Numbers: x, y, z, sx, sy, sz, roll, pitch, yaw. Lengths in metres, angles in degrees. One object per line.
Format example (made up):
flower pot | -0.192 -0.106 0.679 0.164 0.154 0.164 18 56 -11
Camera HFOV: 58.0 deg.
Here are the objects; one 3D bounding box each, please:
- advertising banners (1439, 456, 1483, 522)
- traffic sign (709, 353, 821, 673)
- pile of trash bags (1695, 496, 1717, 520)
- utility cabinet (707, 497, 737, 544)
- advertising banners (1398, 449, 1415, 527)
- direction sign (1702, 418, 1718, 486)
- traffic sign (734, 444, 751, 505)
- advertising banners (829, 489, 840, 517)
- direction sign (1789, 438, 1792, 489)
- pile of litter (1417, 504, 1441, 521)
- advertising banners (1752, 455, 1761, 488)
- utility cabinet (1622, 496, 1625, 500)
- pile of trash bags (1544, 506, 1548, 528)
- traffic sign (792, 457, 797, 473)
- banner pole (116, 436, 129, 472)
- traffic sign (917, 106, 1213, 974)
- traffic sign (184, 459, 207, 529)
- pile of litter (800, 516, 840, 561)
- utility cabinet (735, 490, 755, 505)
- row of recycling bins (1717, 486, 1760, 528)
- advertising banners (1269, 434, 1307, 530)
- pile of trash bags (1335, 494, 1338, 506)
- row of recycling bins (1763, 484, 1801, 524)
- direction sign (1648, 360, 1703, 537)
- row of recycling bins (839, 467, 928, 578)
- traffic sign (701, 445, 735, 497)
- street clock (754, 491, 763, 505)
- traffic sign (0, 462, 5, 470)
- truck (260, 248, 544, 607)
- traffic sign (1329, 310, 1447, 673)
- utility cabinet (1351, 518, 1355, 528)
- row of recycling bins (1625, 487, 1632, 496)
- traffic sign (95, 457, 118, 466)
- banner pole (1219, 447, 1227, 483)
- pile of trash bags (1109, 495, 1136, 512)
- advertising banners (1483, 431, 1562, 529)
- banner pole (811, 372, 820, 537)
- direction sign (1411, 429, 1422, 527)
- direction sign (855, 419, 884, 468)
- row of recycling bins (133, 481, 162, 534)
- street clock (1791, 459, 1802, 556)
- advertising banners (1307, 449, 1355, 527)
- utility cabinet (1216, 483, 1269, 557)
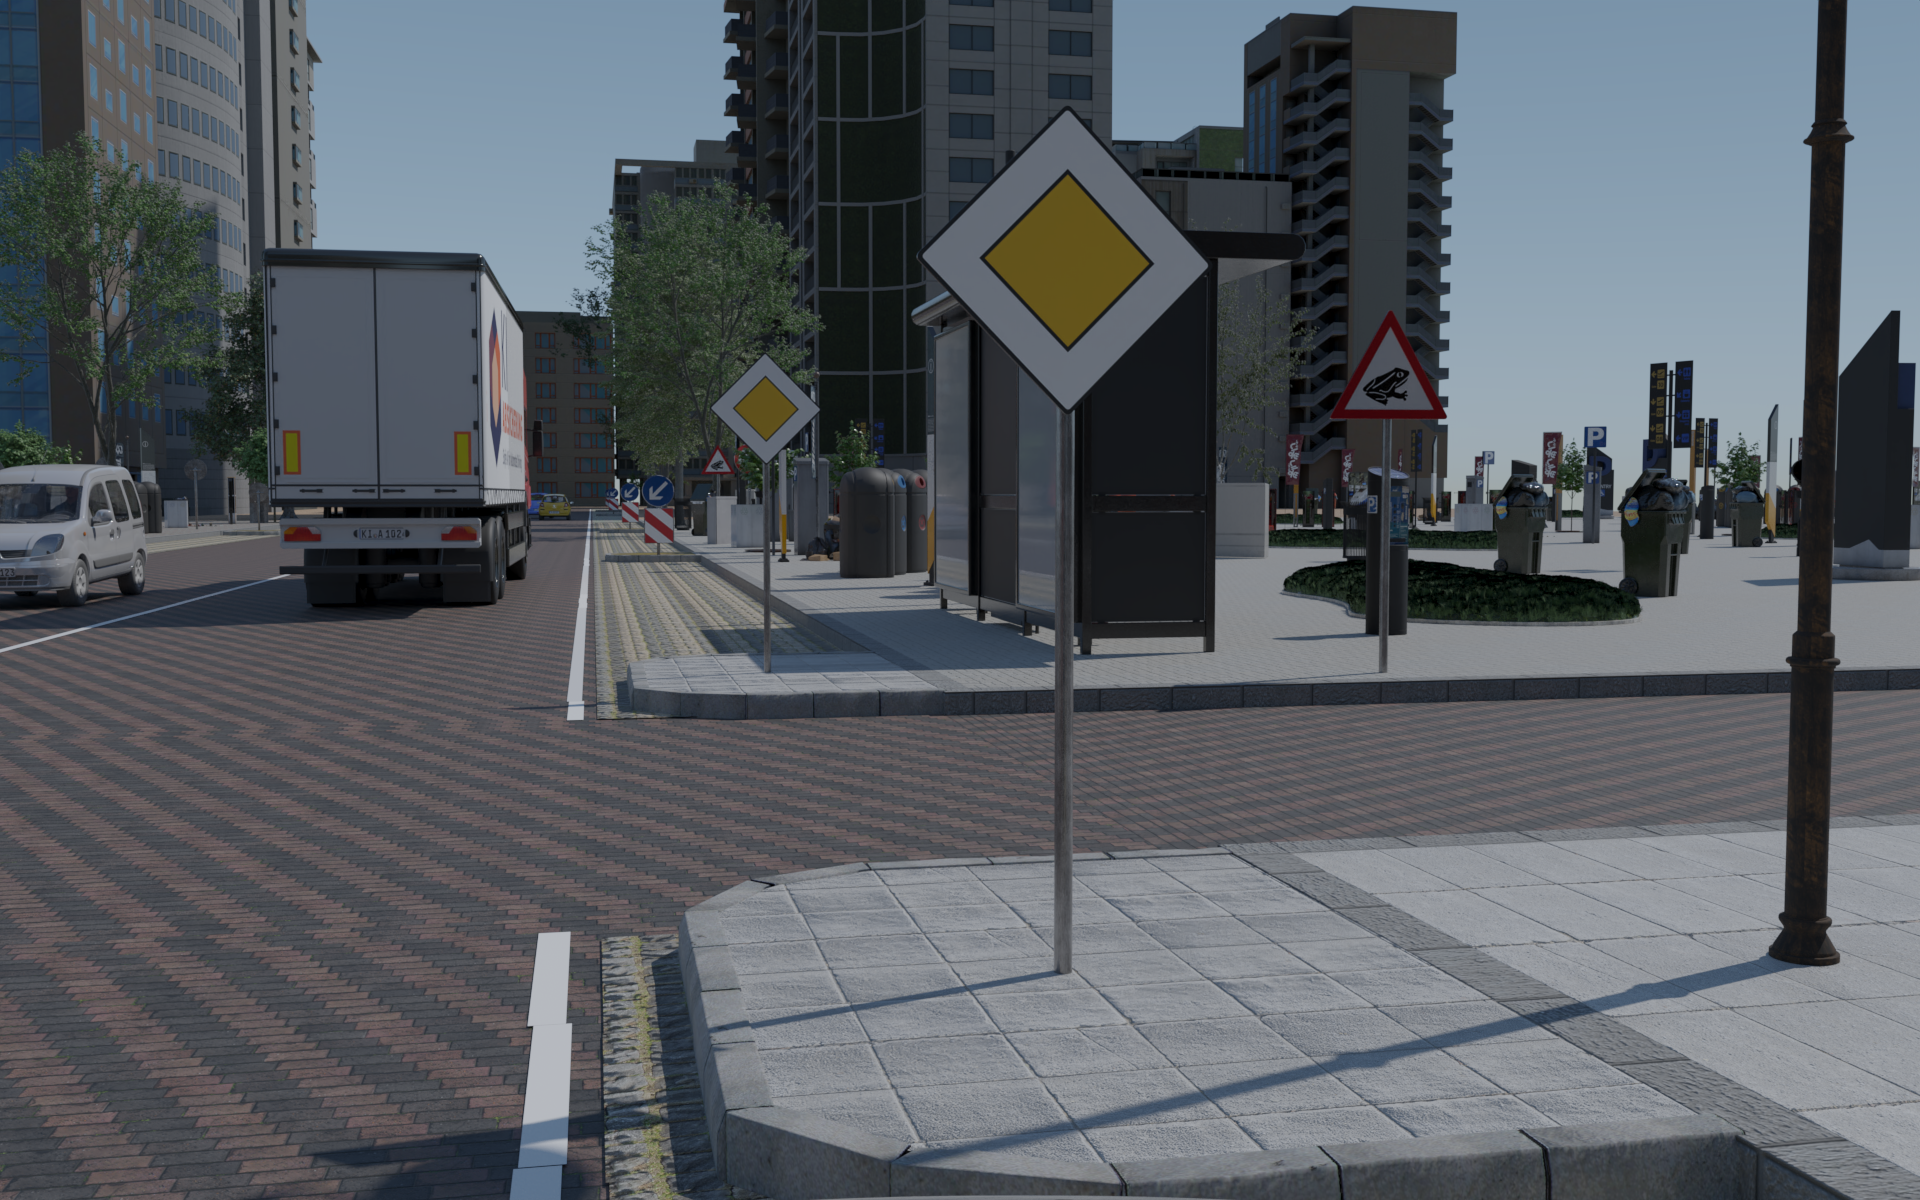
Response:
advertising banners | 23.175 -5.117 79.852 2.074 3.025 0.090 1 4 9
traffic sign | -1.387 -0.535 12.396 0.795 2.450 0.064 -1 4 -12
pile of trash bags | 38.184 -4.709 86.737 3.447 1.369 1.912 0 4 -2
utility cabinet | -6.124 -2.041 44.539 0.306 1.237 1.020 2 4 23
advertising banners | 16.995 -4.269 65.988 0.090 3.025 2.074 0 4 -3
direction sign | 22.193 -3.643 51.567 0.876 3.537 0.379 -2 4 -24
traffic sign | -5.319 -2.672 43.795 0.768 2.556 0.104 -1 4 -8
advertising banners | -3.702 -3.466 52.863 0.090 3.025 2.074 3 5 44
direction sign | 33.477 -4.762 69.856 0.379 3.537 0.876 1 4 22
pile of litter | 22.384 -4.212 82.829 1.719 0.858 1.176 0 4 7
advertising banners | 36.234 -4.958 77.254 2.074 3.025 0.090 3 5 39
utility cabinet | 28.633 -3.878 74.559 0.306 1.237 1.020 1 4 20
pile of trash bags | 21.517 -3.447 66.108 1.912 1.369 3.447 2 4 25
traffic sign | -4.125 -2.362 40.746 0.606 2.300 0.079 0 4 -6
banner pole | -35.966 -5.161 74.393 0.401 3.779 0.863 3 5 45
traffic sign | 0.274 -0.058 4.585 0.795 2.450 0.064 -1 4 -12
traffic sign | -27.772 -3.844 62.959 0.768 2.556 0.104 -1 4 -11
pile of litter | -2.297 -1.204 33.643 1.719 0.858 1.176 -1 4 -15
utility cabinet | -10.502 -4.676 85.128 1.173 1.500 0.318 2 4 32
row of recycling bins | 29.920 -3.646 66.724 1.069 1.692 3.534 1 4 16
advertising banners | 8.999 -3.333 50.678 2.074 3.025 0.090 1 4 15
pile of trash bags | 20.758 -4.926 90.299 3.447 1.369 1.912 0 4 1
row of recycling bins | 35.193 -4.088 73.958 3.534 1.692 1.069 2 4 28
direction sign | 12.174 -2.308 29.739 0.379 3.537 0.876 -2 4 -27
row of recycling bins | -1.095 -1.274 27.950 1.069 1.692 3.534 1 4 16
traffic sign | -6.453 -2.828 46.238 0.884 2.594 0.081 0 4 -6
street clock | -5.237 -2.507 45.552 0.471 2.002 0.358 3 5 42
traffic sign | -25.171 -2.748 44.926 0.884 2.594 0.081 0 4 -5
truck | -7.785 -2.235 25.458 2.839 4.237 11.283 -1 4 -11
traffic sign | 3.041 -0.756 12.372 0.884 2.594 0.081 -1 4 -10
utility cabinet | 13.013 -2.721 55.647 0.306 1.237 1.020 -3 4 -38
row of recycling bins | 37.176 -5.385 95.160 1.069 1.692 3.534 2 4 27
traffic sign | -28.904 -3.583 58.692 0.768 2.556 0.104 0 4 -7
banner pole | 12.162 -5.569 81.075 0.863 3.779 0.401 3 4 39
pile of trash bags | 4.255 -3.002 58.828 1.912 1.369 3.447 -3 5 -42
advertising banners | 15.943 -3.231 49.017 2.074 3.025 0.090 2 4 32
banner pole | -2.959 -2.772 35.336 0.401 3.779 0.863 0 4 6
direction sign | 16.003 -4.207 60.774 0.379 3.537 0.876 -1 4 -9
direction sign | -2.708 -3.681 52.184 0.876 3.537 0.379 -1 4 -14
row of recycling bins | -26.741 -2.946 55.276 1.069 1.692 3.534 1 4 10
street clock | 17.331 -1.898 35.597 0.471 2.002 0.358 1 4 18
advertising banners | 14.199 -4.323 66.868 2.074 3.025 0.090 0 4 4
utility cabinet | 5.597 -1.599 34.823 1.173 1.500 0.318 2 4 26
